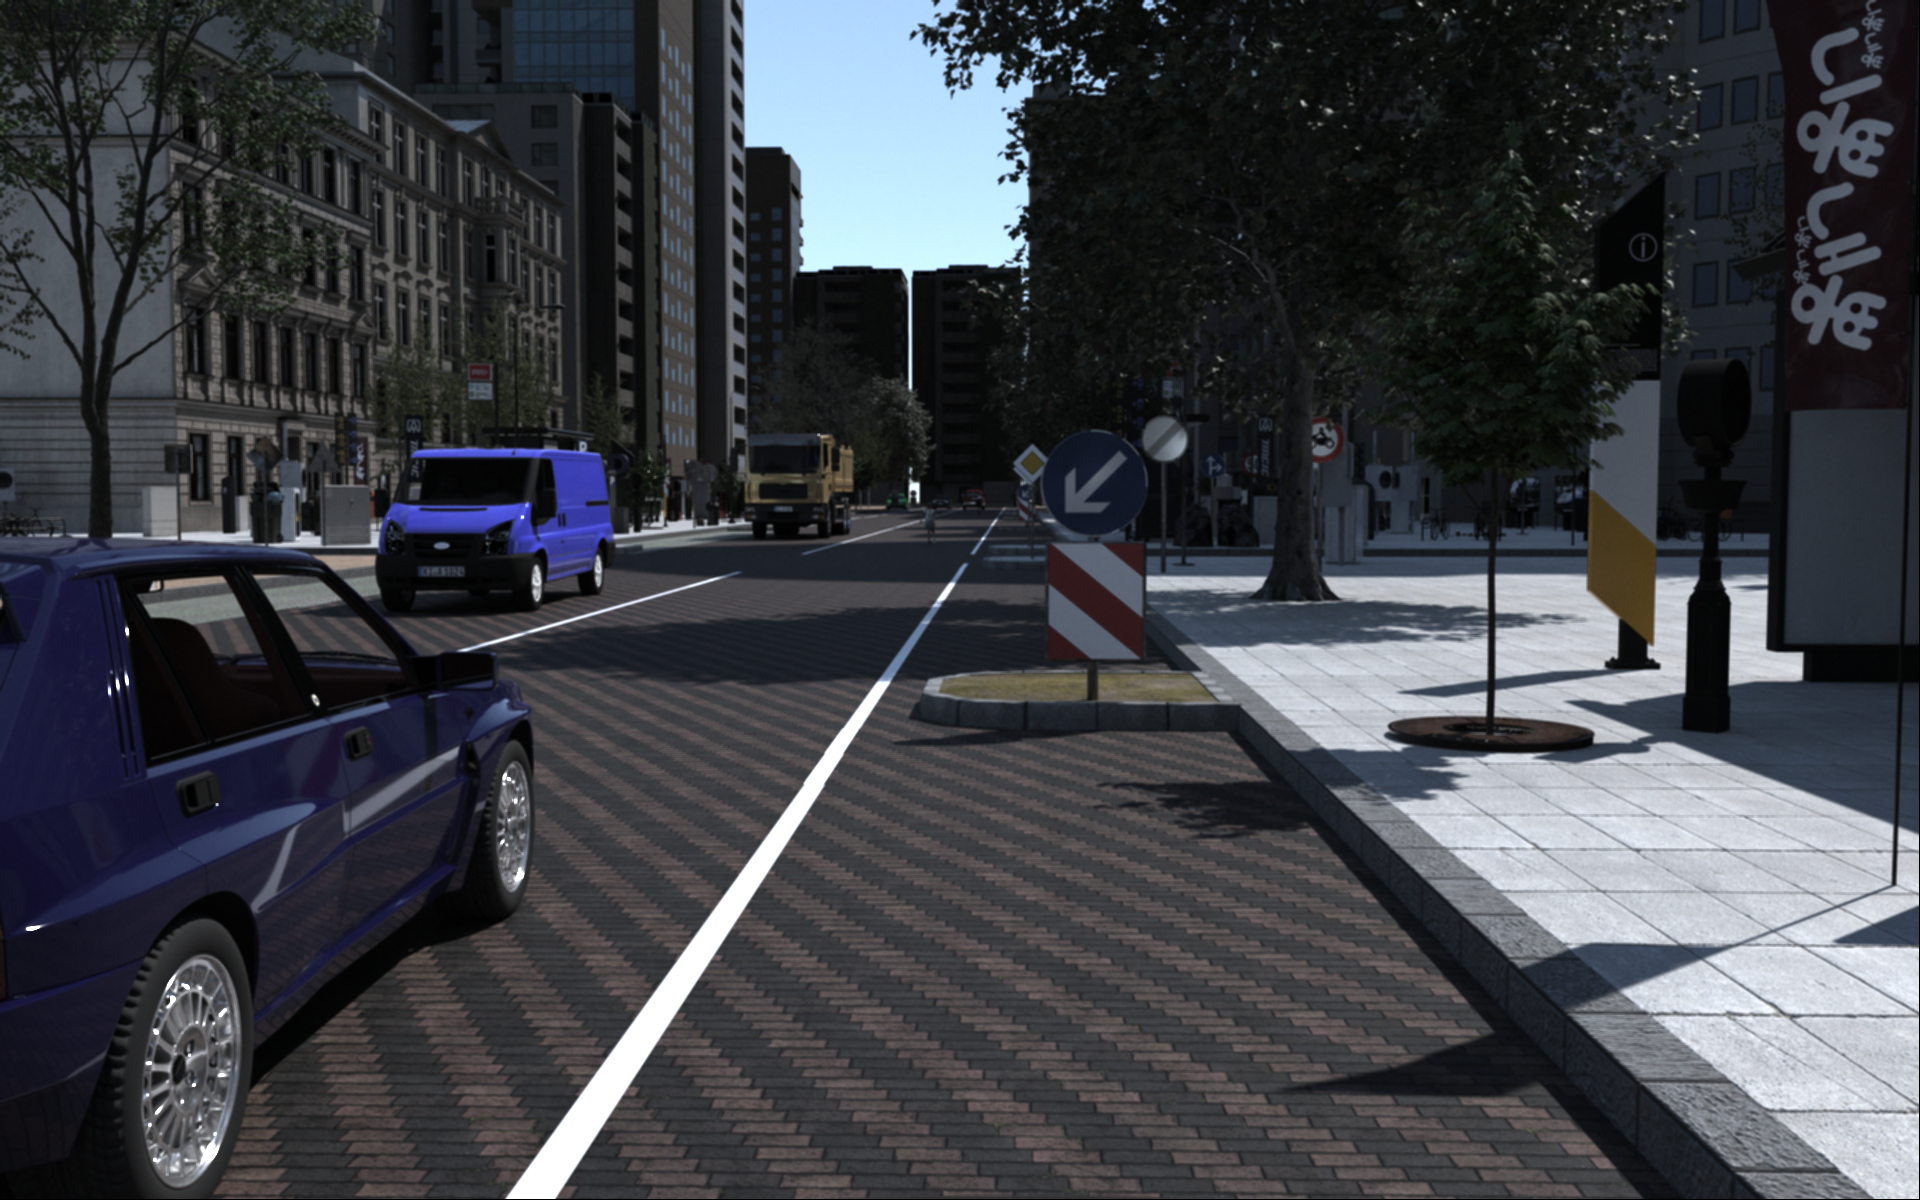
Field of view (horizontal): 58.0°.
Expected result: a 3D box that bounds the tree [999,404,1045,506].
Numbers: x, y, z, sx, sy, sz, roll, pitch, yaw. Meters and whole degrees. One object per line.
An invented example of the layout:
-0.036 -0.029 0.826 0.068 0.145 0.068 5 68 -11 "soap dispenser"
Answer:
8.882 -17.065 185.675 9.857 13.997 8.962 0 3 0 "tree"

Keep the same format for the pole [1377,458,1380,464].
23.359 -6.296 96.775 0.158 3.312 0.155 0 3 0 "pole"

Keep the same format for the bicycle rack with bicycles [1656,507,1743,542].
19.915 -2.088 47.517 2.925 0.926 2.852 -2 4 -31 "bicycle rack with bicycles"

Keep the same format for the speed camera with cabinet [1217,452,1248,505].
13.164 -5.348 81.776 2.038 3.252 0.660 0 4 4 "speed camera with cabinet"

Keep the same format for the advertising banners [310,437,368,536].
-19.089 -3.493 53.306 2.074 3.025 0.090 1 4 16 "advertising banners"

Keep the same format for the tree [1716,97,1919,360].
15.144 -4.868 29.955 4.360 8.622 3.978 0 3 0 "tree"

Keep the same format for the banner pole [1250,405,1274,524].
8.184 -3.503 47.287 0.863 3.779 0.401 -1 4 -11 "banner pole"

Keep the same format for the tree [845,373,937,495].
-7.332 -16.778 180.979 9.857 13.997 8.962 0 3 0 "tree"

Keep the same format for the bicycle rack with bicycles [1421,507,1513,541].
14.074 -2.130 48.212 2.852 0.926 2.925 2 4 24 "bicycle rack with bicycles"

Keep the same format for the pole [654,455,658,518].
-16.009 -5.965 91.364 0.158 3.312 0.155 0 3 0 "pole"

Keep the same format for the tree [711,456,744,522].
-10.643 -5.287 81.040 1.663 3.219 1.824 0 3 0 "tree"

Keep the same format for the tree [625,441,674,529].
-11.556 -4.221 63.608 1.663 3.219 1.824 0 3 0 "tree"

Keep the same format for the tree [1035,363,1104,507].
5.514 -8.494 89.238 4.737 8.622 4.395 0 3 0 "tree"

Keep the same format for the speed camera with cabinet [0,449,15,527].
-31.700 -3.764 55.883 2.038 3.252 0.660 -3 5 -42 "speed camera with cabinet"

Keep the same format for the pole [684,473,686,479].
-17.271 -7.058 109.244 0.158 3.312 0.155 0 3 0 "pole"

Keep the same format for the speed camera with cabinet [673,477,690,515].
-17.197 -6.888 106.953 0.660 3.252 2.038 -1 4 -23 "speed camera with cabinet"

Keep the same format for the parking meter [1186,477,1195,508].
7.639 -3.203 58.086 0.399 1.863 0.255 3 5 40 "parking meter"

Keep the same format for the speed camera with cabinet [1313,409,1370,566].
6.925 -2.277 31.573 0.660 3.252 2.038 1 4 21 "speed camera with cabinet"

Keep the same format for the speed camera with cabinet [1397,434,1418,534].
14.215 -3.758 55.786 0.660 3.252 2.038 0 4 2 "speed camera with cabinet"

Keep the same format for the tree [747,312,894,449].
-9.323 -12.631 116.885 12.009 13.543 11.850 0 3 0 "tree"

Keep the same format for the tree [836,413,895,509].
-8.827 -12.356 152.384 4.737 8.622 4.395 0 3 0 "tree"

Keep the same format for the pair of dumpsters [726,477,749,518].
-11.822 -5.609 94.200 1.574 2.255 4.437 0 4 2 "pair of dumpsters"

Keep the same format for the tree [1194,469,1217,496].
15.660 -7.001 109.074 1.663 3.219 1.824 0 3 0 "tree"

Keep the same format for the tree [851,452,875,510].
-8.148 -9.321 136.114 4.285 4.588 4.351 0 3 0 "tree"

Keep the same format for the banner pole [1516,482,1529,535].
17.752 -3.943 54.478 0.401 3.779 0.863 1 4 12 "banner pole"

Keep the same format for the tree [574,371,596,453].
-19.433 -7.696 76.198 4.737 8.622 4.395 0 3 0 "tree"

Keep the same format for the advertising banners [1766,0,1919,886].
3.576 -0.572 5.548 2.074 3.025 0.090 0 4 5 "advertising banners"

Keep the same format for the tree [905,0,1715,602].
4.156 -6.339 20.656 9.611 12.733 9.660 0 3 0 "tree"

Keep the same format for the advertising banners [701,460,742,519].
-12.276 -5.690 89.221 2.074 3.025 0.090 -1 4 -14 "advertising banners"

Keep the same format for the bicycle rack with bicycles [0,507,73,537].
-26.212 -2.090 47.556 2.852 0.926 2.925 2 4 27 "bicycle rack with bicycles"

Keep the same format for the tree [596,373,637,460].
-21.094 -9.365 103.485 4.737 8.622 4.395 0 3 0 "tree"

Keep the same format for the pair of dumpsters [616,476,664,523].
-14.275 -4.548 76.857 1.574 2.255 4.437 0 4 2 "pair of dumpsters"

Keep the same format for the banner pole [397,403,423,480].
-15.277 -3.547 48.013 0.863 3.779 0.401 -2 4 -31 "banner pole"

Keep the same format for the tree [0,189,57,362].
-18.807 -4.943 31.186 4.360 8.622 3.978 0 3 0 "tree"

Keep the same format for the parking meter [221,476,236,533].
-23.876 -3.108 56.529 0.399 1.863 0.255 2 4 32 "parking meter"

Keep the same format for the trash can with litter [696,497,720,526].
-10.251 -3.593 70.133 1.055 1.170 0.624 0 4 4 "trash can with litter"

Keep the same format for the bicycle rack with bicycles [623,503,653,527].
-13.444 -3.299 67.323 2.925 0.926 2.852 -1 4 -8 "bicycle rack with bicycles"

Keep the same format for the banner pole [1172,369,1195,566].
3.920 -2.498 30.854 0.401 3.779 0.863 2 4 27 "banner pole"

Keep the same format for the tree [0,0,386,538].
-11.929 -5.999 23.837 9.928 11.665 9.643 0 3 0 "tree"

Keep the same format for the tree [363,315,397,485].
-21.905 -7.248 68.872 4.737 8.622 4.395 0 3 0 "tree"

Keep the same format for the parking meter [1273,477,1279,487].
10.029 -3.051 55.603 0.255 1.863 0.399 -3 4 -36 "parking meter"

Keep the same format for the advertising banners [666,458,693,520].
-13.876 -5.452 85.332 0.090 3.025 2.074 2 4 33 "advertising banners"

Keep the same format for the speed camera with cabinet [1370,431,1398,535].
12.521 -3.632 53.727 2.038 3.252 0.660 -2 4 -34 "speed camera with cabinet"

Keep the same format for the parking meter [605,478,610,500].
-11.350 -3.015 55.010 0.255 1.863 0.399 3 5 44 "parking meter"

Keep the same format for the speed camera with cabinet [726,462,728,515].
-13.775 -6.953 108.015 2.038 3.252 0.660 1 4 18 "speed camera with cabinet"

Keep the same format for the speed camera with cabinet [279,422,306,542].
-18.276 -3.233 47.198 0.660 3.252 2.038 -1 4 -12 "speed camera with cabinet"

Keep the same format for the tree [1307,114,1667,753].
2.807 -0.873 8.870 1.663 3.219 1.824 0 3 0 "tree"

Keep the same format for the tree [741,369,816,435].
-10.439 -9.270 101.920 4.360 8.622 3.978 0 3 0 "tree"

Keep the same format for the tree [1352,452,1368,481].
21.804 -7.120 100.123 4.285 4.588 4.351 0 3 0 "tree"

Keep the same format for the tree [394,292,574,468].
-17.457 -6.944 63.890 4.737 8.622 4.395 0 3 0 "tree"

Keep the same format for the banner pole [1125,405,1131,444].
4.167 -3.223 42.709 0.863 3.779 0.401 -1 4 -9 "banner pole"

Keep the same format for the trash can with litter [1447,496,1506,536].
15.777 -2.559 52.899 2.233 1.210 1.678 -1 4 -14 "trash can with litter"
